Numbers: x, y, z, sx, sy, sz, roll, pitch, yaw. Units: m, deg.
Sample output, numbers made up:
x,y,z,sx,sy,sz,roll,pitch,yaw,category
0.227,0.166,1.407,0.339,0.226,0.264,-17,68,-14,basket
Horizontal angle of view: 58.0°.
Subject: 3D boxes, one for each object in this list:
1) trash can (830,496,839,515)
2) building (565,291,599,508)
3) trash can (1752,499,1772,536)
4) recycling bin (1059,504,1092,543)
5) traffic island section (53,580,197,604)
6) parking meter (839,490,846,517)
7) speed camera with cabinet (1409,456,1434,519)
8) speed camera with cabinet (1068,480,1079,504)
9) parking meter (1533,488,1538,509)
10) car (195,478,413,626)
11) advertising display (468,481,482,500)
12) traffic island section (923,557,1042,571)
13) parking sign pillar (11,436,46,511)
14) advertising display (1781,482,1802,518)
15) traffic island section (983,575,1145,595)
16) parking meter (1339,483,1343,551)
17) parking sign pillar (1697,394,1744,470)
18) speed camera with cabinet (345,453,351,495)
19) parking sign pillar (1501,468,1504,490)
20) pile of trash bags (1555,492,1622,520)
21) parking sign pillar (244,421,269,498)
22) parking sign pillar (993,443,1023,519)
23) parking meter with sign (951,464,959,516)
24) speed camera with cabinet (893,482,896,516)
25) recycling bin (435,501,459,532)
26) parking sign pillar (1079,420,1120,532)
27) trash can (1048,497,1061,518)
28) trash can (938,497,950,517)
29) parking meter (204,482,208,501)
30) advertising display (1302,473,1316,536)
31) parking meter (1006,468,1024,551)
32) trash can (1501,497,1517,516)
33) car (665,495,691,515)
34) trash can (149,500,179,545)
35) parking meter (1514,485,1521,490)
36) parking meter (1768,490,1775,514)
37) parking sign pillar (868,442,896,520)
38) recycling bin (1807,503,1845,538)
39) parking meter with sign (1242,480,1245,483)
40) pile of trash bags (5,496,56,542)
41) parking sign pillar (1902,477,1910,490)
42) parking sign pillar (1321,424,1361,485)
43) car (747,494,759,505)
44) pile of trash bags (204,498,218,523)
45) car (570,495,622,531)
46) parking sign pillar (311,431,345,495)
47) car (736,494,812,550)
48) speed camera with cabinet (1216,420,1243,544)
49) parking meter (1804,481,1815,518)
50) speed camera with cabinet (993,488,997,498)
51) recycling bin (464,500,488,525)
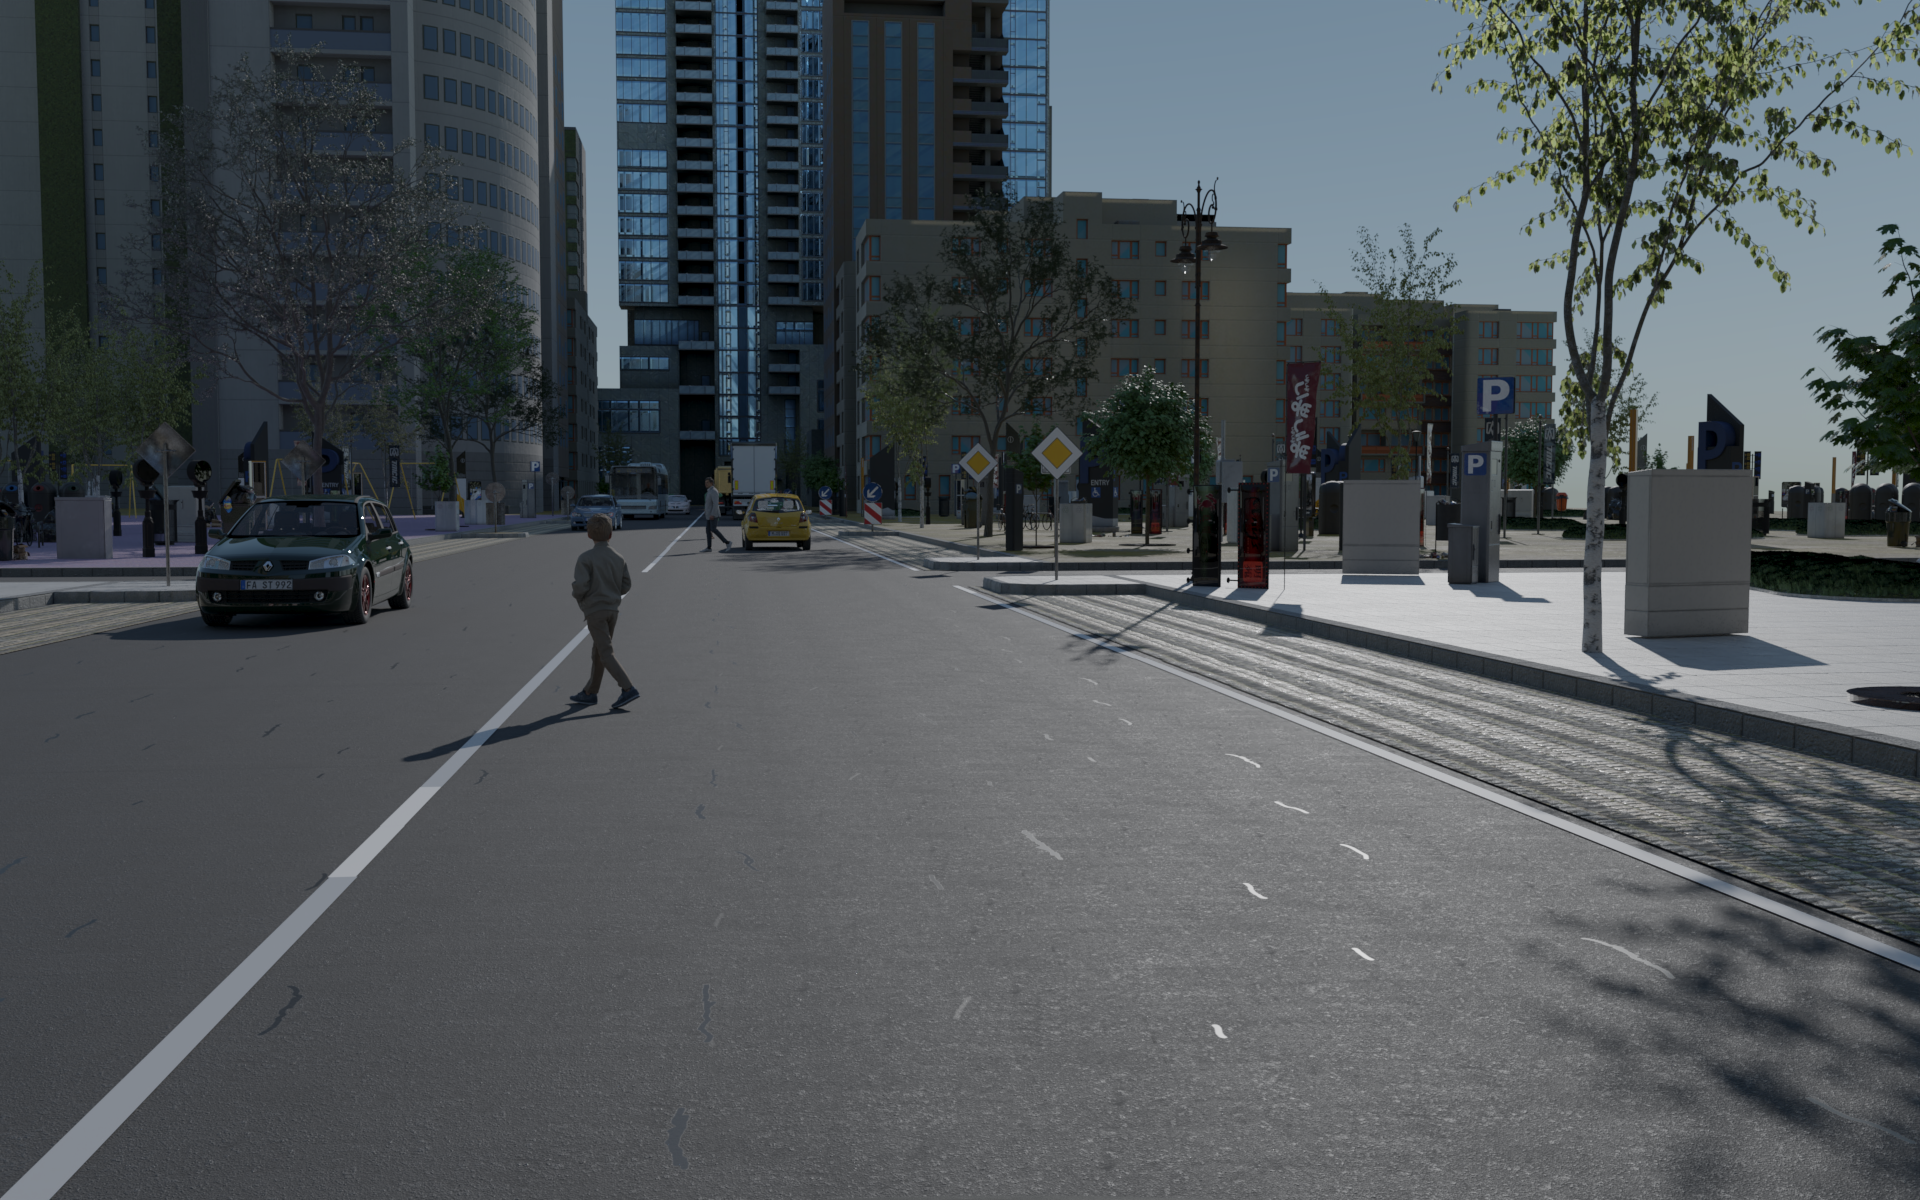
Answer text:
x,y,z,sx,sy,sz,roll,pitch,yaw,category
-7.624,-5.774,106.052,0.748,1.137,0.748,0,3,0,trash can
-49.982,-19.515,164.113,28.899,21.520,27.650,0,4,-8,building
24.636,-2.554,53.407,0.748,1.137,0.748,0,3,0,trash can
3.057,-2.026,45.678,0.722,1.027,0.722,1,4,19,recycling bin
-11.066,-0.115,24.168,2.009,0.180,2.903,0,4,-8,traffic island section
-6.699,-5.526,98.757,0.372,1.533,0.369,0,3,0,parking meter
24.022,-5.863,90.193,0.660,3.252,2.038,3,4,38,speed camera with cabinet
6.949,-6.746,104.635,0.660,3.252,2.038,-3,5,-42,speed camera with cabinet
33.444,-5.803,100.582,0.399,1.863,0.255,3,5,39,parking meter
-7.552,-0.637,20.197,2.009,1.686,4.222,0,4,-8,car
-24.058,-4.934,85.878,0.123,1.923,0.974,1,4,19,advertising display
0.373,-0.704,33.788,2.009,0.180,2.903,0,4,-8,traffic island section
-41.450,-5.420,77.083,1.447,3.967,1.447,0,4,2,parking sign pillar
42.958,-5.156,89.517,0.123,1.923,0.974,-3,5,-39,advertising display
1.459,-0.220,25.877,2.009,0.180,2.903,0,4,-8,traffic island section
8.806,-1.892,39.350,0.372,1.533,0.369,0,3,0,parking meter
20.175,-3.518,45.987,1.447,3.967,1.447,-1,4,-16,parking sign pillar
-29.555,-5.363,82.016,2.038,3.252,0.660,0,4,3,speed camera with cabinet
30.223,-6.723,98.386,1.447,3.967,1.447,2,4,35,parking sign pillar
31.366,-4.664,86.006,3.447,1.369,1.912,1,4,23,pile of trash bags
-25.848,-4.597,63.627,1.447,3.967,1.447,0,4,-1,parking sign pillar
2.543,-6.118,88.508,1.447,3.967,1.447,-1,4,-17,parking sign pillar
-0.019,-6.403,100.947,0.543,3.016,1.738,1,4,15,parking meter with sign
-3.817,-6.028,92.892,0.660,3.252,2.038,0,4,3,speed camera with cabinet
-17.619,-2.872,59.516,0.722,1.027,0.722,-1,4,-9,recycling bin
4.683,-4.288,58.577,1.447,3.967,1.447,2,4,31,parking sign pillar
5.002,-4.896,91.704,0.748,1.137,0.748,0,3,0,trash can
-0.894,-5.261,97.667,0.748,1.137,0.748,0,3,0,trash can
-37.718,-4.931,86.335,0.399,1.863,0.255,2,4,30,parking meter
10.678,-2.922,52.982,0.123,1.923,0.974,0,4,-5,advertising display
1.237,-2.048,39.201,0.255,1.863,0.399,3,5,40,parking meter
25.214,-4.154,79.570,0.748,1.137,0.748,0,3,0,trash can
-19.791,-6.636,120.866,2.083,1.381,4.827,0,4,-8,car
-19.977,-1.946,43.463,0.748,1.137,0.748,0,3,0,trash can
34.049,-6.121,105.781,0.399,1.863,0.255,0,4,2,parking meter
52.425,-6.330,111.913,0.372,1.533,0.369,0,3,0,parking meter
-3.990,-6.079,87.856,1.447,3.967,1.447,-1,4,-21,parking sign pillar
25.269,-2.322,50.522,0.722,1.027,0.722,-1,4,-14,recycling bin
14.838,-5.886,92.495,1.738,3.016,0.543,1,4,23,parking meter with sign
-25.427,-2.251,46.558,3.447,1.369,1.912,0,4,-1,pile of trash bags
52.810,-6.575,95.974,1.447,3.967,1.447,0,4,-2,parking sign pillar
14.815,-4.734,65.880,1.447,3.967,1.447,2,4,33,parking sign pillar
-8.802,-4.184,80.201,2.131,1.459,4.920,0,4,-7,car
-35.066,-4.165,77.845,3.447,1.369,1.912,1,4,18,pile of trash bags
-14.567,-3.517,69.507,2.014,1.417,4.499,0,4,-7,car
-27.024,-5.232,74.014,1.447,3.967,1.447,0,4,-3,parking sign pillar
-4.871,-2.165,45.618,2.015,1.641,3.980,-1,4,-9,car
7.321,-3.146,45.766,0.660,3.252,2.038,0,4,-8,speed camera with cabinet
39.038,-4.520,79.611,0.255,1.863,0.399,-2,4,-26,parking meter
2.272,-5.929,91.273,2.038,3.252,0.660,1,4,12,speed camera with cabinet
-20.345,-3.689,72.875,0.722,1.027,0.722,2,4,28,recycling bin
